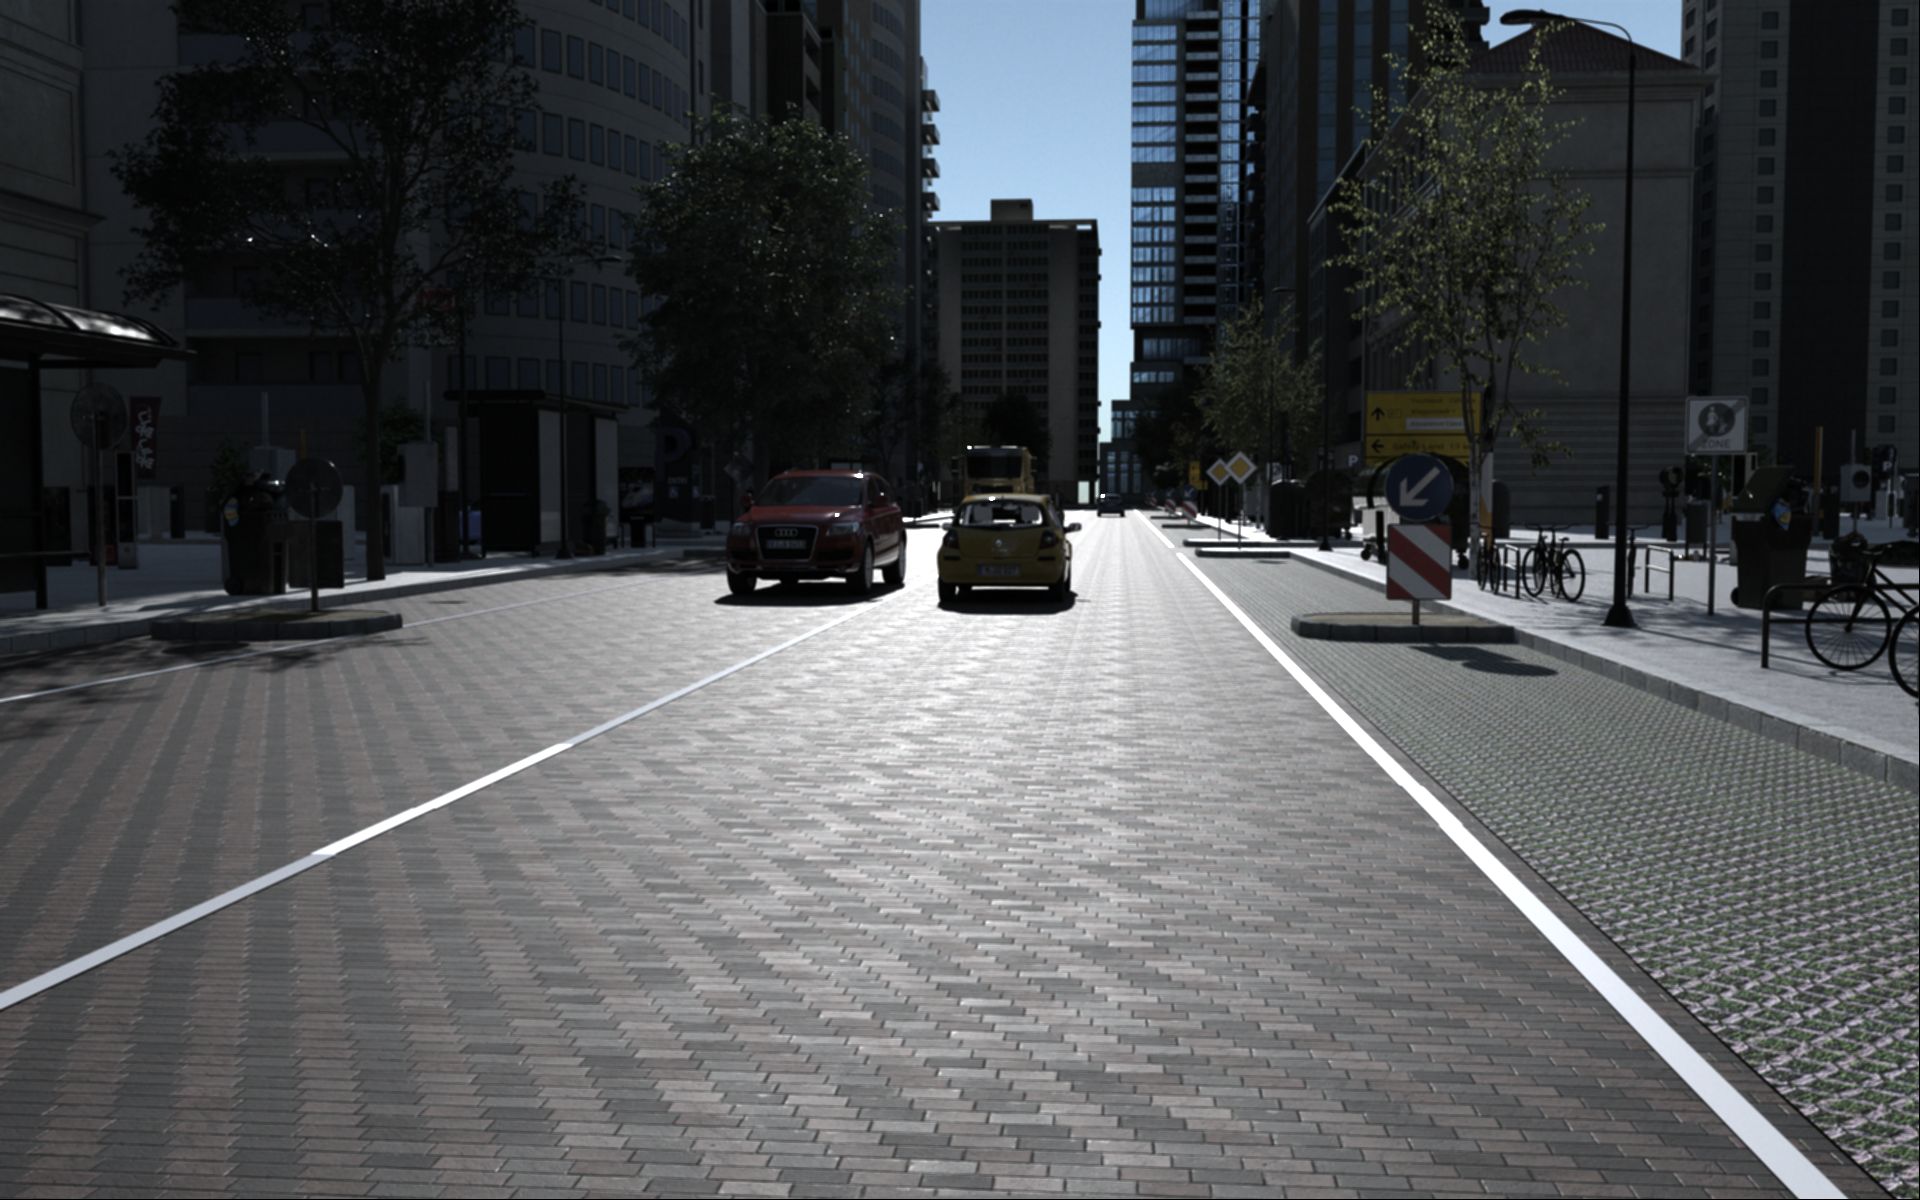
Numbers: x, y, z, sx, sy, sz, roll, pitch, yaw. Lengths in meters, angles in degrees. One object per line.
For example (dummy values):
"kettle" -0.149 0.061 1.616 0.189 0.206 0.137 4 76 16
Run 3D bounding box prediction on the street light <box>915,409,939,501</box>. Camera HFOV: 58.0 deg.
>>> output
"street light" -1.820 -7.403 93.573 1.470 5.913 1.316 0 4 5

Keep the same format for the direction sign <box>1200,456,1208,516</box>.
"direction sign" 14.392 -6.746 102.296 0.379 3.537 0.876 3 4 38

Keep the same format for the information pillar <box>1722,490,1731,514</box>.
"information pillar" 49.729 -7.398 112.316 0.504 3.616 0.183 0 4 5

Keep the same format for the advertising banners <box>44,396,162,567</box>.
"advertising banners" -15.324 -2.121 30.872 2.074 3.025 0.090 -1 4 -20

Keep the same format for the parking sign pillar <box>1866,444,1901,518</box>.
"parking sign pillar" 50.333 -6.486 94.511 1.447 3.967 1.447 0 4 -7

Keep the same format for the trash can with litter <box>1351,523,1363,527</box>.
"trash can with litter" 15.272 -3.522 68.636 1.678 1.210 2.233 -1 4 -16

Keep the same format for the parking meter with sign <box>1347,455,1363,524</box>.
"parking meter with sign" 17.386 -4.881 76.059 0.543 3.016 1.738 0 4 3

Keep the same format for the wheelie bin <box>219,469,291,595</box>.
"wheelie bin" -8.973 -0.872 22.172 0.693 1.594 0.980 1 4 9

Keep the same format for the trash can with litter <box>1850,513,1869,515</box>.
"trash can with litter" 55.525 -5.784 105.629 1.678 1.210 2.233 -2 4 -32

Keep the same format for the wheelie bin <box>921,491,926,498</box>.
"wheelie bin" -2.808 -7.125 124.406 0.693 1.594 0.980 0 4 4

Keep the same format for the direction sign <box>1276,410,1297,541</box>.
"direction sign" 8.843 -3.387 47.369 0.379 3.537 0.876 0 4 -2

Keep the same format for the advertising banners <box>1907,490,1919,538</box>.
"advertising banners" 28.163 -3.329 50.609 0.090 3.025 2.074 1 4 9

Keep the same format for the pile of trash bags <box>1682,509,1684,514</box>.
"pile of trash bags" 46.486 -6.308 112.884 1.912 1.369 3.447 0 4 -2

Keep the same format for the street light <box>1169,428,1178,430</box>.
"street light" 15.486 -9.173 122.523 1.470 5.913 1.316 0 4 5

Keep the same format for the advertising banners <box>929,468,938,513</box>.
"advertising banners" -1.785 -7.292 115.404 0.090 3.025 2.074 -1 4 -16

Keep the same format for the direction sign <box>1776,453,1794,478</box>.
"direction sign" 45.954 -6.394 96.540 0.876 3.537 0.379 3 4 39

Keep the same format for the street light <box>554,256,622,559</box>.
"street light" -7.301 -3.761 34.031 1.470 5.913 1.316 0 4 5

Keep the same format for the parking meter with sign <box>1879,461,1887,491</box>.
"parking meter with sign" 48.548 -5.793 90.981 0.543 3.016 1.738 3 4 37

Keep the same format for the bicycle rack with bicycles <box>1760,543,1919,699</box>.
"bicycle rack with bicycles" 7.085 0.092 11.874 2.925 0.926 2.852 0 4 -5

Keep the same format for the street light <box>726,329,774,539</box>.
"street light" -5.923 -4.670 48.895 1.470 5.913 1.316 0 4 5

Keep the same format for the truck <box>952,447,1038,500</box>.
"truck" 1.681 -4.736 73.359 3.469 3.379 9.791 0 4 5

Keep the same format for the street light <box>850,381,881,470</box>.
"street light" -3.938 -6.037 71.240 1.470 5.913 1.316 0 4 5

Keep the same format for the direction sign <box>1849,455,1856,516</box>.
"direction sign" 51.376 -6.583 99.628 0.379 3.537 0.876 3 4 37

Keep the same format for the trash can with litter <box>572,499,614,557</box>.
"trash can with litter" -7.622 -1.499 35.898 0.624 1.170 1.055 0 4 8

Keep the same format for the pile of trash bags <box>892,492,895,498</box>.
"pile of trash bags" -4.205 -4.622 85.322 1.912 1.369 3.447 2 4 29

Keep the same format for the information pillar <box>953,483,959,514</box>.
"information pillar" -0.269 -6.648 113.186 0.304 2.012 0.304 3 4 38

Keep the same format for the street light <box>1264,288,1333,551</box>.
"street light" 7.740 -4.072 39.112 1.470 5.913 1.316 0 4 5

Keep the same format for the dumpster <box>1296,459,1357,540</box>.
"dumpster" 10.344 -2.839 48.915 1.502 2.255 1.985 0 4 5

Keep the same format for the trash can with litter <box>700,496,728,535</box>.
"trash can with litter" -7.572 -2.631 54.079 2.233 1.210 1.678 1 4 11

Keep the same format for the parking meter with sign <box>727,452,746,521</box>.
"parking meter with sign" -8.861 -4.465 69.260 0.543 3.016 1.738 -1 4 -18

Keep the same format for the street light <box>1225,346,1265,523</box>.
"street light" 9.221 -5.004 54.361 1.470 5.913 1.316 0 4 5

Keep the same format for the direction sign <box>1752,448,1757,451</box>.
"direction sign" 39.081 -5.750 86.016 0.379 3.537 0.876 -3 4 -38

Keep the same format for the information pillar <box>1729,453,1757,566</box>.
"information pillar" 13.959 -1.613 30.873 0.304 2.012 0.304 -2 4 -33

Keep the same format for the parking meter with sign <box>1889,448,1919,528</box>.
"parking meter with sign" 36.011 -4.219 65.249 1.738 3.016 0.543 1 4 12

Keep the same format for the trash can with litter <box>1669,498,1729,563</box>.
"trash can with litter" 14.547 -1.364 33.361 2.233 1.210 1.678 -2 4 -27

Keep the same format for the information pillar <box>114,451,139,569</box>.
"information pillar" -14.223 -1.534 29.570 0.304 2.012 0.304 -1 4 -18

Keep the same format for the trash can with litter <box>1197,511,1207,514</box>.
"trash can with litter" 16.122 -6.244 113.152 2.233 1.210 1.678 3 5 44

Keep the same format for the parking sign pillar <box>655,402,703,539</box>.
"parking sign pillar" -8.223 -3.785 50.364 1.447 3.967 1.447 2 4 26

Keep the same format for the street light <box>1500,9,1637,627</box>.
"street light" 5.882 -2.704 16.745 1.470 5.913 1.316 0 4 5

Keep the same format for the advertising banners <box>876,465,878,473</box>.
"advertising banners" -5.186 -6.693 105.618 0.090 3.025 2.074 -1 4 -11

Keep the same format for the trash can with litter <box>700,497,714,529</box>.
"trash can with litter" -9.355 -3.172 63.253 0.624 1.170 1.055 -2 4 -27

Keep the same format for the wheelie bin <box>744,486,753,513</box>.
"wheelie bin" -7.597 -3.432 64.025 0.693 1.594 0.980 2 4 28

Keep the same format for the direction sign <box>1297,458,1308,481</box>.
"direction sign" 21.745 -7.227 110.154 0.876 3.537 0.379 3 5 43

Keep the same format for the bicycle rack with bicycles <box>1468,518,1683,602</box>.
"bicycle rack with bicycles" 7.707 -0.508 21.692 2.852 0.926 2.925 1 4 14

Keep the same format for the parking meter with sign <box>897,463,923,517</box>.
"parking meter with sign" -2.889 -6.202 97.667 1.738 3.016 0.543 3 5 41

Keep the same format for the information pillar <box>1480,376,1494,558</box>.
"information pillar" 10.535 -2.645 34.607 0.183 3.616 0.504 0 4 -1

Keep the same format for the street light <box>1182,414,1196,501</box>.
"street light" 13.542 -7.806 100.174 1.470 5.913 1.316 0 4 5

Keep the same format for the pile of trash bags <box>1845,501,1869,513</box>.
"pile of trash bags" 60.341 -6.502 116.062 1.912 1.369 3.447 2 4 26

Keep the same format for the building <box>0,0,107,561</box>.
"building" -31.746 -11.860 27.190 30.059 22.955 16.112 0 4 5

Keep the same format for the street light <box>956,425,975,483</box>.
"street light" 0.284 -8.826 116.839 1.470 5.913 1.316 0 4 5

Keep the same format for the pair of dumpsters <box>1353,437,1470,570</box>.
"pair of dumpsters" 8.220 -1.771 31.450 1.574 2.255 4.437 0 4 5

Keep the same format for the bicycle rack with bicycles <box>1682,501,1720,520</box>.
"bicycle rack with bicycles" 36.701 -4.534 87.505 2.852 0.926 2.925 0 4 3

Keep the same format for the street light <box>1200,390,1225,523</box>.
"street light" 11.455 -6.410 77.347 1.470 5.913 1.316 0 4 5

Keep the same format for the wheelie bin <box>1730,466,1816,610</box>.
"wheelie bin" 9.114 -0.706 19.450 0.693 1.594 0.980 -1 4 -10

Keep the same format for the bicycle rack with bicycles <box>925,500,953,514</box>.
"bicycle rack with bicycles" -1.760 -5.991 111.328 2.852 0.926 2.925 1 4 21

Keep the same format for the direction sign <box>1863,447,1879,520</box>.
"direction sign" 44.384 -5.654 84.445 0.379 3.537 0.876 -1 4 -20

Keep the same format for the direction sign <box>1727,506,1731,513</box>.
"direction sign" 51.497 -7.575 115.844 0.379 3.537 0.876 0 4 -7
